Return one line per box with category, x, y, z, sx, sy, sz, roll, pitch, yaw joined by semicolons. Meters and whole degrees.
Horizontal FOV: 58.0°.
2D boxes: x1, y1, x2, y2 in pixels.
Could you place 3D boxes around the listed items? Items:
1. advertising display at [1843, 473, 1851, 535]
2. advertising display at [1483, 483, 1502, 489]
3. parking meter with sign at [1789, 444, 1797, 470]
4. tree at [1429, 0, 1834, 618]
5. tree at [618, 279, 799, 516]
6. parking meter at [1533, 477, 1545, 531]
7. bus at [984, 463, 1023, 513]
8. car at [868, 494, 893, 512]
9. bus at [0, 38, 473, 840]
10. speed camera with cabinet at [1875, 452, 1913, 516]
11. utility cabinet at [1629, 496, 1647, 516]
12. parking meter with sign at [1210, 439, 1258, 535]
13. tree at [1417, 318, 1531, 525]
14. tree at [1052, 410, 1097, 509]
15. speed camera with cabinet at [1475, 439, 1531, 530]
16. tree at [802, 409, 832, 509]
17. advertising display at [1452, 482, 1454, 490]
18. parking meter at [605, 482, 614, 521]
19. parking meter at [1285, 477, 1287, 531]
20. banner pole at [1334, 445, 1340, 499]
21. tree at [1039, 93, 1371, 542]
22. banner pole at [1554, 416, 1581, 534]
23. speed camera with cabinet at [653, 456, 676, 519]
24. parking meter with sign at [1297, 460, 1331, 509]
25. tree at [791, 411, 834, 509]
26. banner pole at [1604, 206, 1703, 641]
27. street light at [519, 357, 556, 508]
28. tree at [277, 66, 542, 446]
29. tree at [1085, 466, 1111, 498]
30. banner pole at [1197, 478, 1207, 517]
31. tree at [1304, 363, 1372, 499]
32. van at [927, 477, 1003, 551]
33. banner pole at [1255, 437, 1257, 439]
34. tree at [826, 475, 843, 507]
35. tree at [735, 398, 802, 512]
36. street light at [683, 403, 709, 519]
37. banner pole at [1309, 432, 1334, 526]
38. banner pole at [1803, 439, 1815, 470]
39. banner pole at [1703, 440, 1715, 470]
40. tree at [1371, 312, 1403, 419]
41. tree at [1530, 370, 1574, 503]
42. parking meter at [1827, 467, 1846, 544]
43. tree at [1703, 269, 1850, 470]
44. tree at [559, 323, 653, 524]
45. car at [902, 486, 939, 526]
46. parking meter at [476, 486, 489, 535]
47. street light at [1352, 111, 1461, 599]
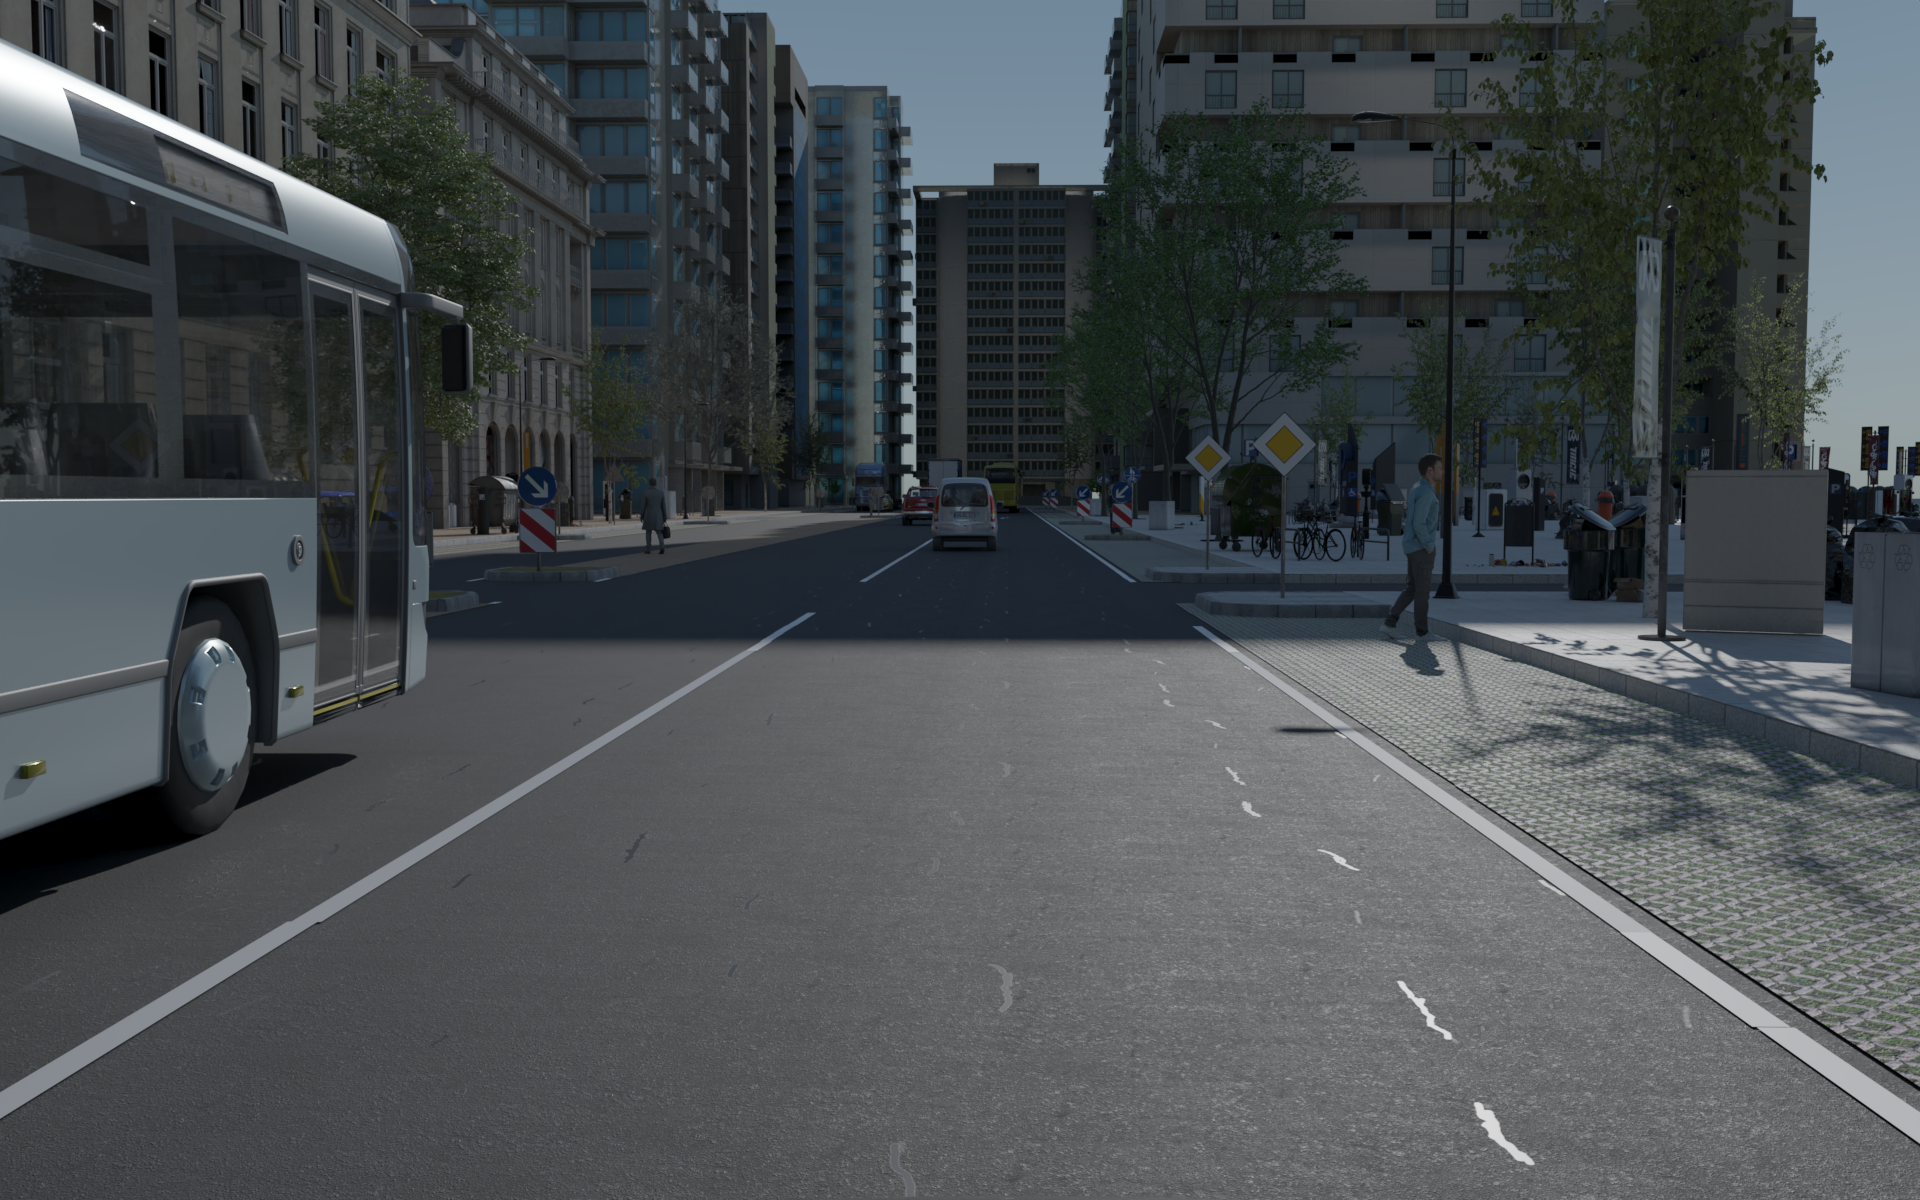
advertising display;26.612;-2.915;52.869;0.974;1.923;0.123;2;4;26
advertising display;29.754;-5.603;96.827;0.974;1.923;0.123;2;4;23
parking meter with sign;29.903;-3.942;60.708;1.738;3.016;0.543;0;4;-4
tree;7.163;-4.134;17.954;4.737;8.622;4.395;0;3;0
tree;-14.339;-11.556;99.306;12.009;13.543;11.850;0;3;0
parking meter;20.140;-3.335;60.234;0.399;1.863;0.255;-2;4;-35
bus;3.349;-8.750;134.611;2.896;3.916;12.252;0;4;3
car;-6.470;-8.066;142.107;2.015;1.641;3.980;0;4;3
bus;-4.357;-0.585;4.417;2.948;3.499;13.247;0;3;0
speed camera with cabinet;43.186;-5.241;80.033;2.038;3.252;0.660;-2;4;-31
utility cabinet;23.218;-2.942;59.266;0.306;1.237;1.020;0;4;-1
parking meter with sign;8.623;-3.567;54.589;1.738;3.016;0.543;-3;5;-40
tree;21.226;-7.447;72.114;4.360;8.622;3.978;0;3;0
tree;9.904;-12.313;151.673;4.737;8.622;4.395;0;3;0
speed camera with cabinet;19.310;-4.110;61.535;2.038;3.252;0.660;-2;4;-24
tree;-13.104;-12.103;148.254;4.360;8.622;3.978;0;3;0
advertising display;25.699;-5.222;90.588;0.123;1.923;0.974;1;4;21
parking meter;-16.465;-4.628;81.380;0.255;1.863;0.399;3;4;38
parking meter;11.007;-3.287;59.453;0.399;1.863;0.255;1;4;12
banner pole;19.197;-6.023;88.499;0.401;3.779;0.863;-2;4;-28
tree;7.037;-7.378;46.382;9.928;11.665;9.643;0;3;0
banner pole;19.580;-4.019;55.733;0.863;3.779;0.401;-1;4;-10
speed camera with cabinet;-15.399;-5.865;90.233;0.660;3.252;2.038;1;4;9
parking meter with sign;18.439;-5.740;90.105;1.738;3.016;0.543;1;4;22
tree;-12.881;-12.406;153.205;4.737;8.622;4.395;0;3;0
banner pole;6.016;-1.528;15.006;0.863;3.779;0.401;-3;5;-42
street light;-14.385;-5.279;58.845;1.470;5.913;1.316;0;4;2
tree;-14.909;-7.858;46.608;7.486;12.596;7.792;0;3;0
tree;10.072;-7.912;123.957;1.663;3.219;1.824;0;3;0
banner pole;13.686;-6.564;97.335;0.863;3.779;0.401;-2;4;-35
tree;21.198;-8.989;97.325;4.737;8.622;4.395;0;3;0
van;0.129;-2.328;45.080;2.013;2.044;4.112;0;4;0
banner pole;12.888;-5.254;75.917;0.401;3.779;0.863;-1;4;-8
tree;-12.822;-11.264;178.769;1.663;3.219;1.824;0;3;0
tree;-14.110;-10.687;125.087;4.360;8.622;3.978;0;3;0
street light;-13.493;-7.088;88.426;1.470;5.913;1.316;0;4;2
banner pole;14.508;-4.888;69.944;0.863;3.779;0.401;-2;4;-31
banner pole;38.737;-5.446;79.060;0.863;3.779;0.401;-2;4;-25
banner pole;34.455;-5.491;79.799;0.401;3.779;0.863;-2;4;-30
tree;17.895;-6.972;64.360;4.737;8.622;4.395;0;3;0
tree;33.423;-9.208;100.909;4.360;8.622;3.978;0;3;0
parking meter;19.035;-1.953;37.650;0.399;1.863;0.255;2;4;28
tree;26.878;-6.538;57.258;4.360;8.622;3.978;0;3;0
tree;-15.088;-7.590;74.455;4.737;8.622;4.395;0;3;0
car;-1.583;-4.377;80.241;2.281;1.827;5.304;0;4;2
parking meter;-15.038;-2.824;54.577;0.372;1.533;0.369;0;3;0
street light;5.457;-2.976;21.193;1.470;5.913;1.316;0;4;2
